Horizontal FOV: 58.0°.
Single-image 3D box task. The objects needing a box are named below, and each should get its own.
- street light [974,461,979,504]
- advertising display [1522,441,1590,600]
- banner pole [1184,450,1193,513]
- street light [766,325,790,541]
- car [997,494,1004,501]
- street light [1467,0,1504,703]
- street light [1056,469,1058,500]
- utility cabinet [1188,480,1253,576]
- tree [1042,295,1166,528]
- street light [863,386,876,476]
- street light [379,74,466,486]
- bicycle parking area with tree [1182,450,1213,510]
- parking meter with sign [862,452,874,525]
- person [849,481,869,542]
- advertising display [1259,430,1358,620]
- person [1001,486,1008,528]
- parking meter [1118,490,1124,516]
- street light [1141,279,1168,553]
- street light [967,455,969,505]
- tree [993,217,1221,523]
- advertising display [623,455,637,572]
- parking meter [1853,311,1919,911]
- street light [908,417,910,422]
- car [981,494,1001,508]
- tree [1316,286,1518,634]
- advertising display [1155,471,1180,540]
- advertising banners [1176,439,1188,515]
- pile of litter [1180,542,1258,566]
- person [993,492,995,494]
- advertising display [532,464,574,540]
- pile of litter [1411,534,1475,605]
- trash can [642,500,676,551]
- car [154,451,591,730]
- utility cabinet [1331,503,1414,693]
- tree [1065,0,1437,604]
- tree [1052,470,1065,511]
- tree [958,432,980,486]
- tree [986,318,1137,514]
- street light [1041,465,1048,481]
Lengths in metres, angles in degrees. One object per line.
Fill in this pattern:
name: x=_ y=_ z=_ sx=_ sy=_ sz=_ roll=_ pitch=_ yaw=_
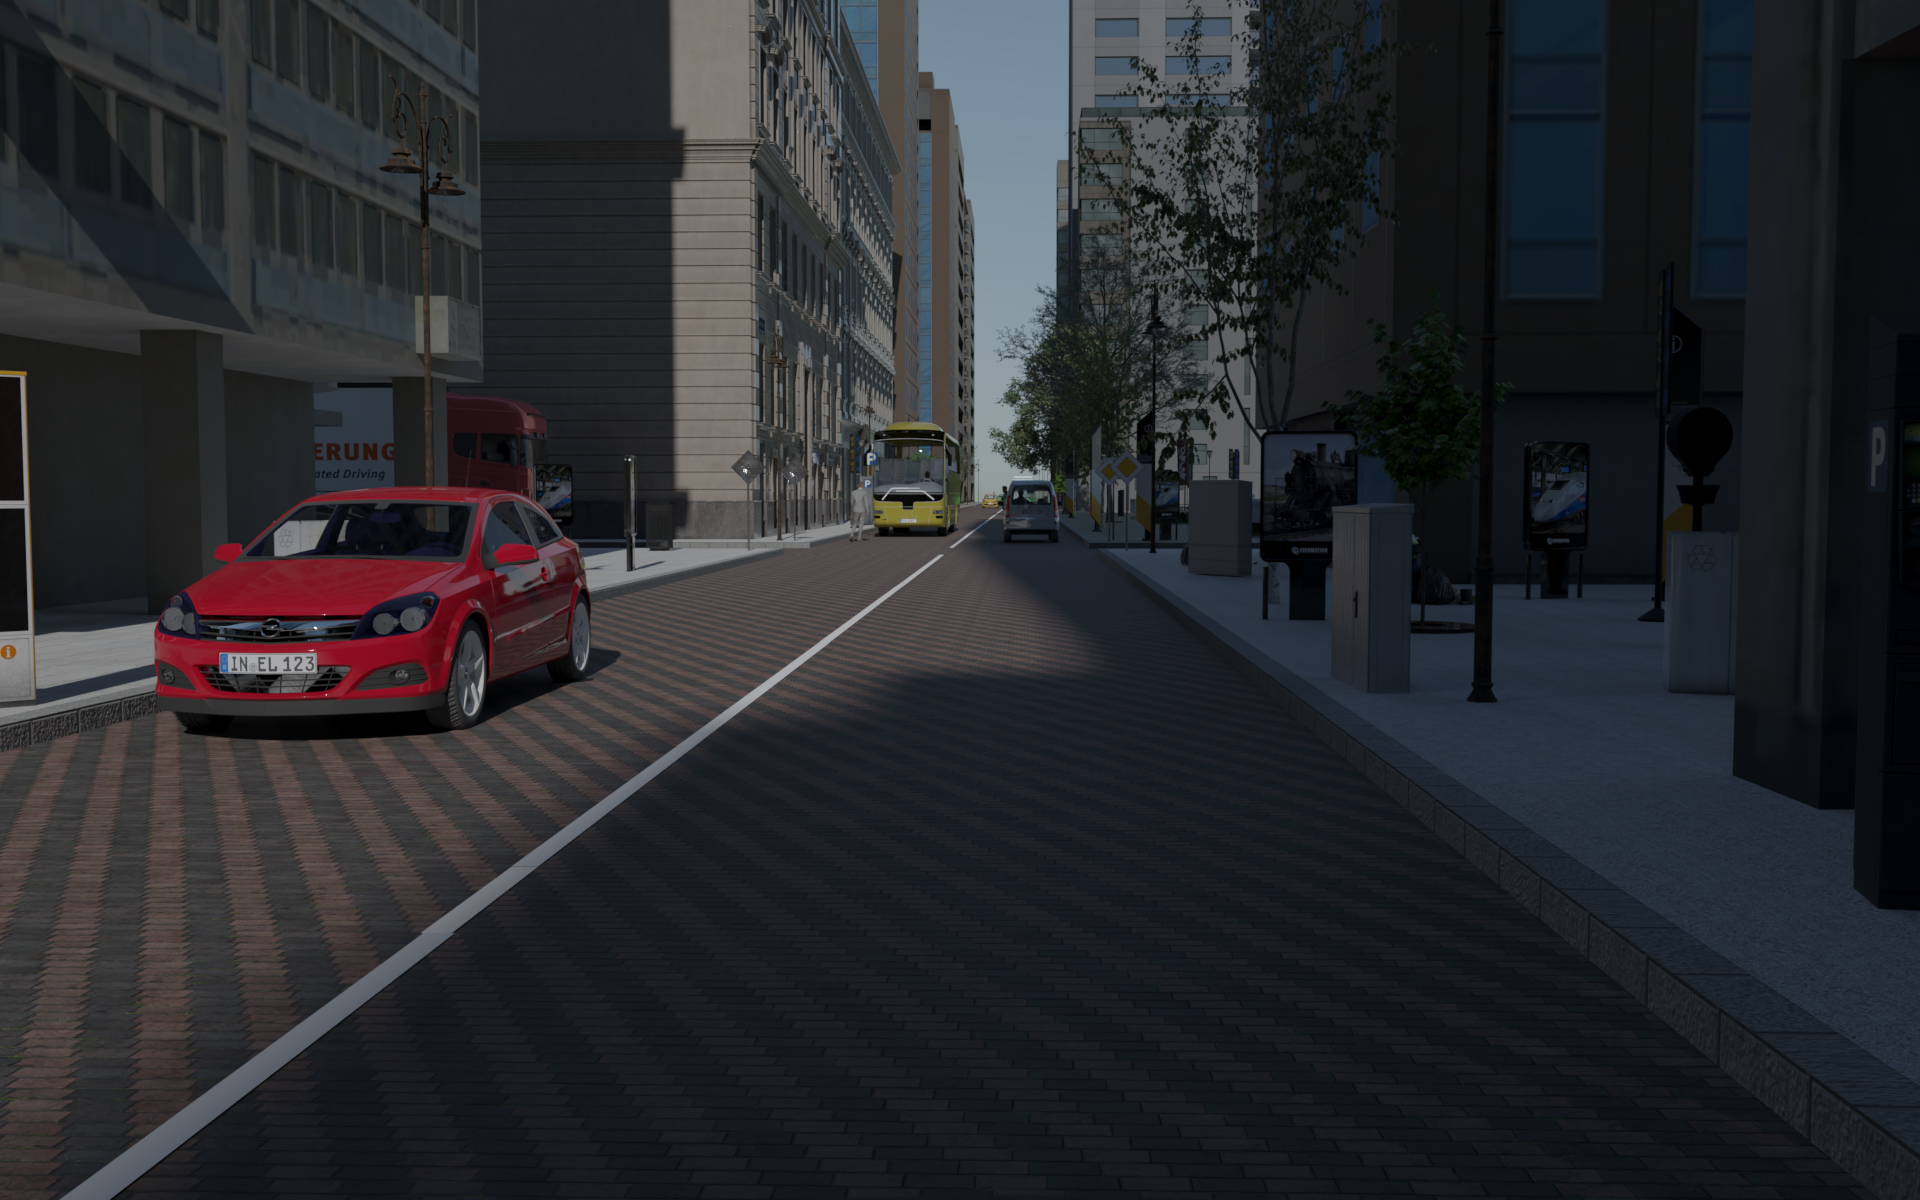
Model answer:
street light: x=1.942 y=-16.023 z=234.757 sx=0.468 sy=5.910 sz=1.993 roll=0 pitch=4 yaw=2
advertising display: x=7.287 y=-0.976 z=21.178 sx=0.974 sy=1.923 sz=0.123 roll=-2 pitch=4 yaw=-26
banner pole: x=11.220 y=-5.825 z=85.262 sx=0.401 sy=3.779 sz=0.863 roll=-2 pitch=4 yaw=-29
street light: x=-4.980 y=-4.578 z=47.633 sx=0.468 sy=5.910 sz=1.993 roll=0 pitch=4 yaw=2
car: x=6.704 y=-16.023 z=270.778 sx=1.959 sy=1.807 sz=4.718 roll=0 pitch=4 yaw=1
street light: x=3.233 y=-2.309 z=10.546 sx=0.468 sy=5.910 sz=1.993 roll=0 pitch=4 yaw=2
street light: x=8.032 y=-10.453 z=143.701 sx=0.468 sy=5.910 sz=1.993 roll=0 pitch=4 yaw=2
utility cabinet: x=4.094 y=-1.134 z=27.221 sx=0.318 sy=1.500 sz=1.173 roll=-2 pitch=4 yaw=-32
tree: x=5.516 y=-7.032 z=65.342 sx=4.737 sy=8.622 sz=4.395 roll=0 pitch=3 yaw=0
street light: x=-3.890 y=-6.225 z=74.569 sx=0.468 sy=5.910 sz=1.993 roll=0 pitch=4 yaw=2
street light: x=-6.053 y=-2.868 z=19.678 sx=0.468 sy=5.910 sz=1.993 roll=0 pitch=4 yaw=2
bicycle parking area with tree: x=18.959 y=-7.784 z=114.274 sx=8.231 sy=4.147 sz=9.016 roll=0 pitch=4 yaw=3
parking meter with sign: x=-3.805 y=-4.616 z=71.728 sx=0.543 sy=3.016 sz=1.738 roll=0 pitch=4 yaw=6
person: x=-3.020 y=-2.660 z=52.106 sx=0.709 sy=1.813 sz=0.853 roll=2 pitch=4 yaw=23
advertising display: x=3.537 y=-0.757 z=17.593 sx=0.974 sy=1.923 sz=0.123 roll=1 pitch=4 yaw=10
person: x=1.972 y=-3.913 z=72.826 sx=0.721 sy=1.781 sz=0.623 roll=-3 pitch=5 yaw=-39
parking meter: x=9.278 y=-5.588 z=99.778 sx=0.372 sy=1.533 sz=0.369 roll=0 pitch=3 yaw=0
street light: x=4.195 y=-3.957 z=37.487 sx=0.468 sy=5.910 sz=1.993 roll=0 pitch=4 yaw=2
street light: x=0.897 y=-14.350 z=207.404 sx=0.468 sy=5.910 sz=1.993 roll=0 pitch=4 yaw=2
tree: x=6.654 y=-10.250 z=77.960 sx=12.009 sy=13.543 sz=11.850 roll=0 pitch=3 yaw=0
advertising display: x=-5.519 y=-1.454 z=28.986 sx=0.123 sy=1.923 sz=0.974 roll=0 pitch=4 yaw=-5
parking meter: x=2.994 y=0.019 z=5.406 sx=0.255 sy=1.863 sz=0.399 roll=1 pitch=4 yaw=14
street light: x=-3.001 y=-7.904 z=102.015 sx=0.468 sy=5.910 sz=1.993 roll=0 pitch=4 yaw=2
car: x=3.125 y=-10.105 z=175.442 sx=2.015 sy=1.641 sz=3.980 roll=0 pitch=4 yaw=2
tree: x=4.418 y=-1.319 z=16.162 sx=1.663 sy=3.219 sz=1.824 roll=0 pitch=3 yaw=0
advertising display: x=5.733 y=-2.636 z=48.307 sx=0.974 sy=1.923 sz=0.123 roll=-3 pitch=4 yaw=-36
advertising banners: x=7.509 y=-3.557 z=54.341 sx=0.090 sy=3.025 sz=2.074 roll=-3 pitch=4 yaw=-37
pile of litter: x=4.693 y=-1.059 z=31.286 sx=1.719 sy=0.858 sz=1.176 roll=-2 pitch=4 yaw=-25
person: x=5.188 y=-15.794 z=267.421 sx=1.217 sy=1.739 sz=0.721 roll=3 pitch=4 yaw=36
advertising display: x=-8.709 y=-1.949 z=37.077 sx=0.123 sy=1.923 sz=0.974 roll=3 pitch=5 yaw=40
pile of litter: x=5.437 y=-0.408 z=20.631 sx=1.176 sy=0.858 sz=1.719 roll=-2 pitch=4 yaw=-31
trash can: x=-6.787 y=-1.679 z=39.104 sx=0.748 sy=1.137 sz=0.748 roll=0 pitch=3 yaw=0
car: x=-3.829 y=-0.174 z=11.888 sx=2.155 sy=1.783 sz=4.494 roll=0 pitch=4 yaw=2
utility cabinet: x=2.744 y=-0.028 z=11.618 sx=0.306 sy=1.237 sz=1.020 roll=0 pitch=4 yaw=-1
tree: x=3.589 y=-4.278 z=20.308 sx=4.360 sy=8.622 sz=3.978 roll=0 pitch=3 yaw=0
tree: x=7.698 y=-8.552 z=134.433 sx=1.663 sy=3.219 sz=1.824 roll=0 pitch=3 yaw=0
tree: x=0.059 y=-15.238 z=199.509 sx=4.360 sy=8.622 sz=3.978 roll=0 pitch=3 yaw=0
tree: x=6.865 y=-11.847 z=110.704 sx=9.611 sy=12.733 sz=9.660 roll=0 pitch=3 yaw=0
street light: x=11.007 y=-15.538 z=226.830 sx=0.468 sy=5.910 sz=1.993 roll=0 pitch=4 yaw=2
